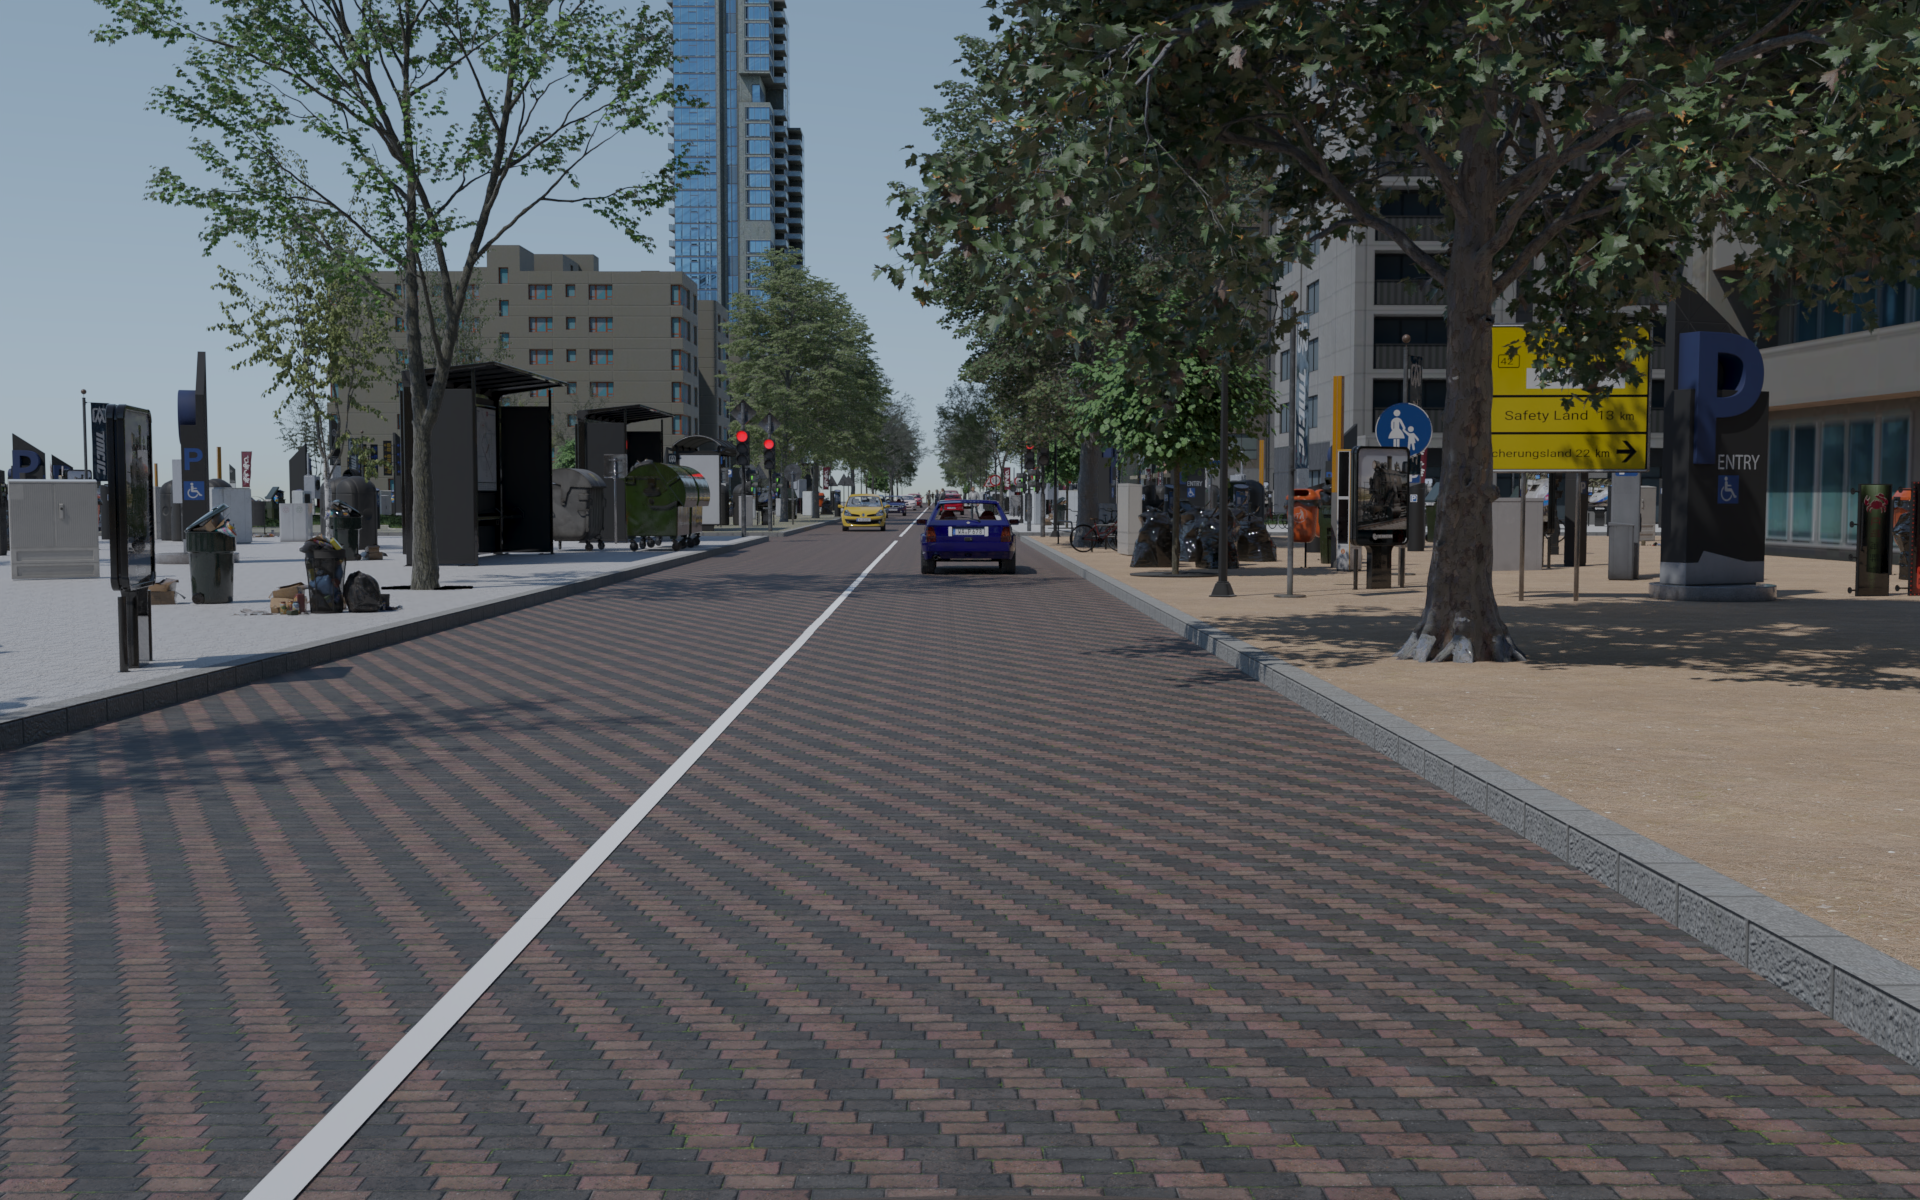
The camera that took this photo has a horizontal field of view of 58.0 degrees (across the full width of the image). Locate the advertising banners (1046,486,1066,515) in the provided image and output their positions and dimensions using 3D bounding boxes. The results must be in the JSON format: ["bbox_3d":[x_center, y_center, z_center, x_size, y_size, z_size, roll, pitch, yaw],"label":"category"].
[{"bbox_3d":[5.883,-6.748,106.515,2.074,3.025,0.090,2,4,34],"label":"advertising banners"}]

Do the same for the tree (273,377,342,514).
[{"bbox_3d":[-39.743,-9.526,106.106,4.360,8.622,3.978,0,3,0],"label":"tree"}]

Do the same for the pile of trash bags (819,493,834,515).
[{"bbox_3d":[-8.764,-6.004,107.920,1.912,1.369,3.447,0,4,0],"label":"pile of trash bags"}]

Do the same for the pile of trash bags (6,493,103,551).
[{"bbox_3d":[-21.299,-1.841,39.846,3.447,1.369,1.912,1,4,11],"label":"pile of trash bags"}]

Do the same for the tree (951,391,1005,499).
[{"bbox_3d":[1.200,-17.816,201.658,12.009,13.543,11.850,0,3,0],"label":"tree"}]

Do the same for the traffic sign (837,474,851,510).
[{"bbox_3d":[-7.283,-6.647,108.683,0.884,2.594,0.081,0,4,5],"label":"traffic sign"}]

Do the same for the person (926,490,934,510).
[{"bbox_3d":[-2.819,-9.290,160.390,0.705,1.824,1.348,2,4,30],"label":"person"}]

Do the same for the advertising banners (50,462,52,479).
[{"bbox_3d":[-48.153,-5.839,91.657,0.090,3.025,2.074,-2,4,-30],"label":"advertising banners"}]

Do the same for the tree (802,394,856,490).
[{"bbox_3d":[-8.044,-9.044,98.229,4.360,8.622,3.978,0,3,0],"label":"tree"}]

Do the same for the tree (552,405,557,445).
[{"bbox_3d":[-25.433,-8.953,96.740,4.360,8.622,3.978,0,3,0],"label":"tree"}]

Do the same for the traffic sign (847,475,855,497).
[{"bbox_3d":[-7.506,-7.129,116.564,0.884,2.594,0.081,0,4,0],"label":"traffic sign"}]

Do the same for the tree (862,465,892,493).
[{"bbox_3d":[-9.082,-12.563,189.122,4.285,4.588,4.351,0,3,0],"label":"tree"}]

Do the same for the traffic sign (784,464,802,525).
[{"bbox_3d":[-7.005,-4.429,72.528,0.768,2.556,0.104,0,4,6],"label":"traffic sign"}]

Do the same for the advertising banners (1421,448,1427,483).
[{"bbox_3d":[11.018,-2.955,44.499,2.074,3.025,0.090,1,4,13],"label":"advertising banners"}]

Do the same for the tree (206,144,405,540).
[{"bbox_3d":[-13.516,-5.276,36.625,4.737,8.622,4.395,0,3,0],"label":"tree"}]

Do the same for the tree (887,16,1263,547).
[{"bbox_3d":[3.107,-8.269,41.848,9.857,13.997,8.962,0,3,0],"label":"tree"}]

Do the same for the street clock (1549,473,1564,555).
[{"bbox_3d":[12.550,-1.955,36.541,0.358,2.002,0.471,1,4,12],"label":"street clock"}]

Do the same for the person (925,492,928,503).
[{"bbox_3d":[-5.392,-16.809,283.416,1.350,1.814,0.705,-2,4,-31],"label":"person"}]

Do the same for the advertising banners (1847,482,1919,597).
[{"bbox_3d":[12.144,-1.563,21.743,2.074,3.025,0.090,-1,4,-10],"label":"advertising banners"}]

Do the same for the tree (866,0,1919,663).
[{"bbox_3d":[4.047,-5.883,13.190,9.611,12.733,9.660,0,3,0],"label":"tree"}]

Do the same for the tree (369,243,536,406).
[{"bbox_3d":[-14.138,-5.976,48.066,4.360,8.622,3.978,0,3,0],"label":"tree"}]

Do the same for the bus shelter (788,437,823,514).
[{"bbox_3d":[-10.694,-8.589,118.065,2.179,5.291,8.768,0,4,-1],"label":"bus shelter"}]

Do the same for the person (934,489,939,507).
[{"bbox_3d":[-1.795,-7.576,132.544,0.526,1.800,0.537,-2,4,-23],"label":"person"}]

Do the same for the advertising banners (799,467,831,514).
[{"bbox_3d":[-9.287,-7.028,111.100,2.074,3.025,0.090,-1,4,-19],"label":"advertising banners"}]

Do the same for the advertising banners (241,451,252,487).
[{"bbox_3d":[-29.791,-4.565,70.820,2.074,3.025,0.090,1,4,16],"label":"advertising banners"}]

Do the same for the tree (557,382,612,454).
[{"bbox_3d":[-24.368,-9.874,111.806,4.360,8.622,3.978,0,3,0],"label":"tree"}]

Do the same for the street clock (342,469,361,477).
[{"bbox_3d":[-17.608,-2.789,50.174,0.471,2.002,0.358,1,4,13],"label":"street clock"}]

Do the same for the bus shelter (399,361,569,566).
[{"bbox_3d":[-9.121,-2.598,33.757,1.731,3.624,6.357,0,4,-1],"label":"bus shelter"}]

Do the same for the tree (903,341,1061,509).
[{"bbox_3d":[2.238,-10.095,99.463,8.767,10.594,7.601,1,4,16],"label":"tree"}]

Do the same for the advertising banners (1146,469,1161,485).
[{"bbox_3d":[13.872,-7.797,123.675,0.090,3.025,2.074,-2,4,-24],"label":"advertising banners"}]

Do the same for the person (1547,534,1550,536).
[{"bbox_3d":[18.653,-2.742,55.140,0.589,1.601,0.330,-2,4,-28],"label":"person"}]

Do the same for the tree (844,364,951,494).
[{"bbox_3d":[-8.103,-15.282,160.227,12.009,13.543,11.850,0,3,0],"label":"tree"}]

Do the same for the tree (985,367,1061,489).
[{"bbox_3d":[3.506,-8.368,87.181,4.737,8.622,4.395,0,3,0],"label":"tree"}]

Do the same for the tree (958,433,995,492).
[{"bbox_3d":[1.908,-12.716,158.263,4.360,8.622,3.978,0,3,0],"label":"tree"}]

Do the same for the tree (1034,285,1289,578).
[{"bbox_3d":[3.448,-2.650,27.041,4.285,4.588,4.351,0,3,0],"label":"tree"}]

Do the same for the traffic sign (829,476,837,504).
[{"bbox_3d":[-8.902,-7.358,120.314,0.884,2.594,0.081,0,4,4],"label":"traffic sign"}]

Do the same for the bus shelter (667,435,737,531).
[{"bbox_3d":[-9.023,-4.161,61.949,2.014,3.302,5.546,0,4,-1],"label":"bus shelter"}]

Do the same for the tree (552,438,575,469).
[{"bbox_3d":[-19.010,-6.325,87.120,4.285,4.588,4.351,0,3,0],"label":"tree"}]

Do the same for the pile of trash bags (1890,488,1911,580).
[{"bbox_3d":[14.972,-0.995,26.019,1.912,1.369,3.447,0,4,1],"label":"pile of trash bags"}]

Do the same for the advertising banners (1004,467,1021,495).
[{"bbox_3d":[3.779,-7.079,111.927,2.074,3.025,0.090,0,4,6],"label":"advertising banners"}]

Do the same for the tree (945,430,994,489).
[{"bbox_3d":[1.267,-20.411,251.848,7.486,12.596,7.792,0,3,0],"label":"tree"}]

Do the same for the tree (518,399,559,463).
[{"bbox_3d":[-32.426,-11.036,130.803,4.737,8.622,4.395,0,3,0],"label":"tree"}]

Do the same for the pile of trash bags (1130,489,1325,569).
[{"bbox_3d":[4.624,-1.263,30.404,3.447,1.369,1.912,2,4,25],"label":"pile of trash bags"}]

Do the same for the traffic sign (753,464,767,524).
[{"bbox_3d":[-8.650,-4.555,74.482,0.884,2.594,0.081,0,3,0],"label":"traffic sign"}]

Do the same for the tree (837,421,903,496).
[{"bbox_3d":[-9.193,-14.614,173.355,8.767,10.594,7.601,1,4,16],"label":"tree"}]

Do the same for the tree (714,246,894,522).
[{"bbox_3d":[-7.885,-9.897,79.936,7.486,12.596,7.792,0,3,0],"label":"tree"}]

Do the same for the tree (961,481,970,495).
[{"bbox_3d":[0.844,-16.812,269.478,1.663,3.219,1.824,0,3,0],"label":"tree"}]

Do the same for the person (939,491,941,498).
[{"bbox_3d":[-2.392,-11.794,201.862,0.617,1.759,0.750,3,4,37],"label":"person"}]

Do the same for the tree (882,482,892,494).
[{"bbox_3d":[-8.761,-13.097,208.731,1.663,3.219,1.824,0,3,0],"label":"tree"}]

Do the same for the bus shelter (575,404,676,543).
[{"bbox_3d":[-9.254,-3.490,48.341,1.731,3.624,6.357,0,4,-1],"label":"bus shelter"}]

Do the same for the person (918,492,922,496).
[{"bbox_3d":[-6.368,-15.762,266.943,1.217,1.736,0.721,0,4,-7],"label":"person"}]

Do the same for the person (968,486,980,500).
[{"bbox_3d":[0.744,-4.931,88.960,0.661,1.843,0.795,2,4,25],"label":"person"}]

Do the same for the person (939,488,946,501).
[{"bbox_3d":[-1.166,-5.803,103.651,0.573,1.790,0.520,2,4,23],"label":"person"}]

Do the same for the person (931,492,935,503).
[{"bbox_3d":[-4.551,-17.206,289.919,1.348,1.812,0.705,0,4,-2],"label":"person"}]

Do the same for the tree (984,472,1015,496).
[{"bbox_3d":[3.053,-8.053,126.274,1.663,3.219,1.824,0,3,0],"label":"tree"}]

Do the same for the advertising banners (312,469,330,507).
[{"bbox_3d":[-44.737,-7.630,120.932,2.074,3.025,0.090,-3,5,-44],"label":"advertising banners"}]

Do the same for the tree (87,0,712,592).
[{"bbox_3d":[-7.072,-5.953,23.082,9.928,11.665,9.643,0,3,0],"label":"tree"}]
